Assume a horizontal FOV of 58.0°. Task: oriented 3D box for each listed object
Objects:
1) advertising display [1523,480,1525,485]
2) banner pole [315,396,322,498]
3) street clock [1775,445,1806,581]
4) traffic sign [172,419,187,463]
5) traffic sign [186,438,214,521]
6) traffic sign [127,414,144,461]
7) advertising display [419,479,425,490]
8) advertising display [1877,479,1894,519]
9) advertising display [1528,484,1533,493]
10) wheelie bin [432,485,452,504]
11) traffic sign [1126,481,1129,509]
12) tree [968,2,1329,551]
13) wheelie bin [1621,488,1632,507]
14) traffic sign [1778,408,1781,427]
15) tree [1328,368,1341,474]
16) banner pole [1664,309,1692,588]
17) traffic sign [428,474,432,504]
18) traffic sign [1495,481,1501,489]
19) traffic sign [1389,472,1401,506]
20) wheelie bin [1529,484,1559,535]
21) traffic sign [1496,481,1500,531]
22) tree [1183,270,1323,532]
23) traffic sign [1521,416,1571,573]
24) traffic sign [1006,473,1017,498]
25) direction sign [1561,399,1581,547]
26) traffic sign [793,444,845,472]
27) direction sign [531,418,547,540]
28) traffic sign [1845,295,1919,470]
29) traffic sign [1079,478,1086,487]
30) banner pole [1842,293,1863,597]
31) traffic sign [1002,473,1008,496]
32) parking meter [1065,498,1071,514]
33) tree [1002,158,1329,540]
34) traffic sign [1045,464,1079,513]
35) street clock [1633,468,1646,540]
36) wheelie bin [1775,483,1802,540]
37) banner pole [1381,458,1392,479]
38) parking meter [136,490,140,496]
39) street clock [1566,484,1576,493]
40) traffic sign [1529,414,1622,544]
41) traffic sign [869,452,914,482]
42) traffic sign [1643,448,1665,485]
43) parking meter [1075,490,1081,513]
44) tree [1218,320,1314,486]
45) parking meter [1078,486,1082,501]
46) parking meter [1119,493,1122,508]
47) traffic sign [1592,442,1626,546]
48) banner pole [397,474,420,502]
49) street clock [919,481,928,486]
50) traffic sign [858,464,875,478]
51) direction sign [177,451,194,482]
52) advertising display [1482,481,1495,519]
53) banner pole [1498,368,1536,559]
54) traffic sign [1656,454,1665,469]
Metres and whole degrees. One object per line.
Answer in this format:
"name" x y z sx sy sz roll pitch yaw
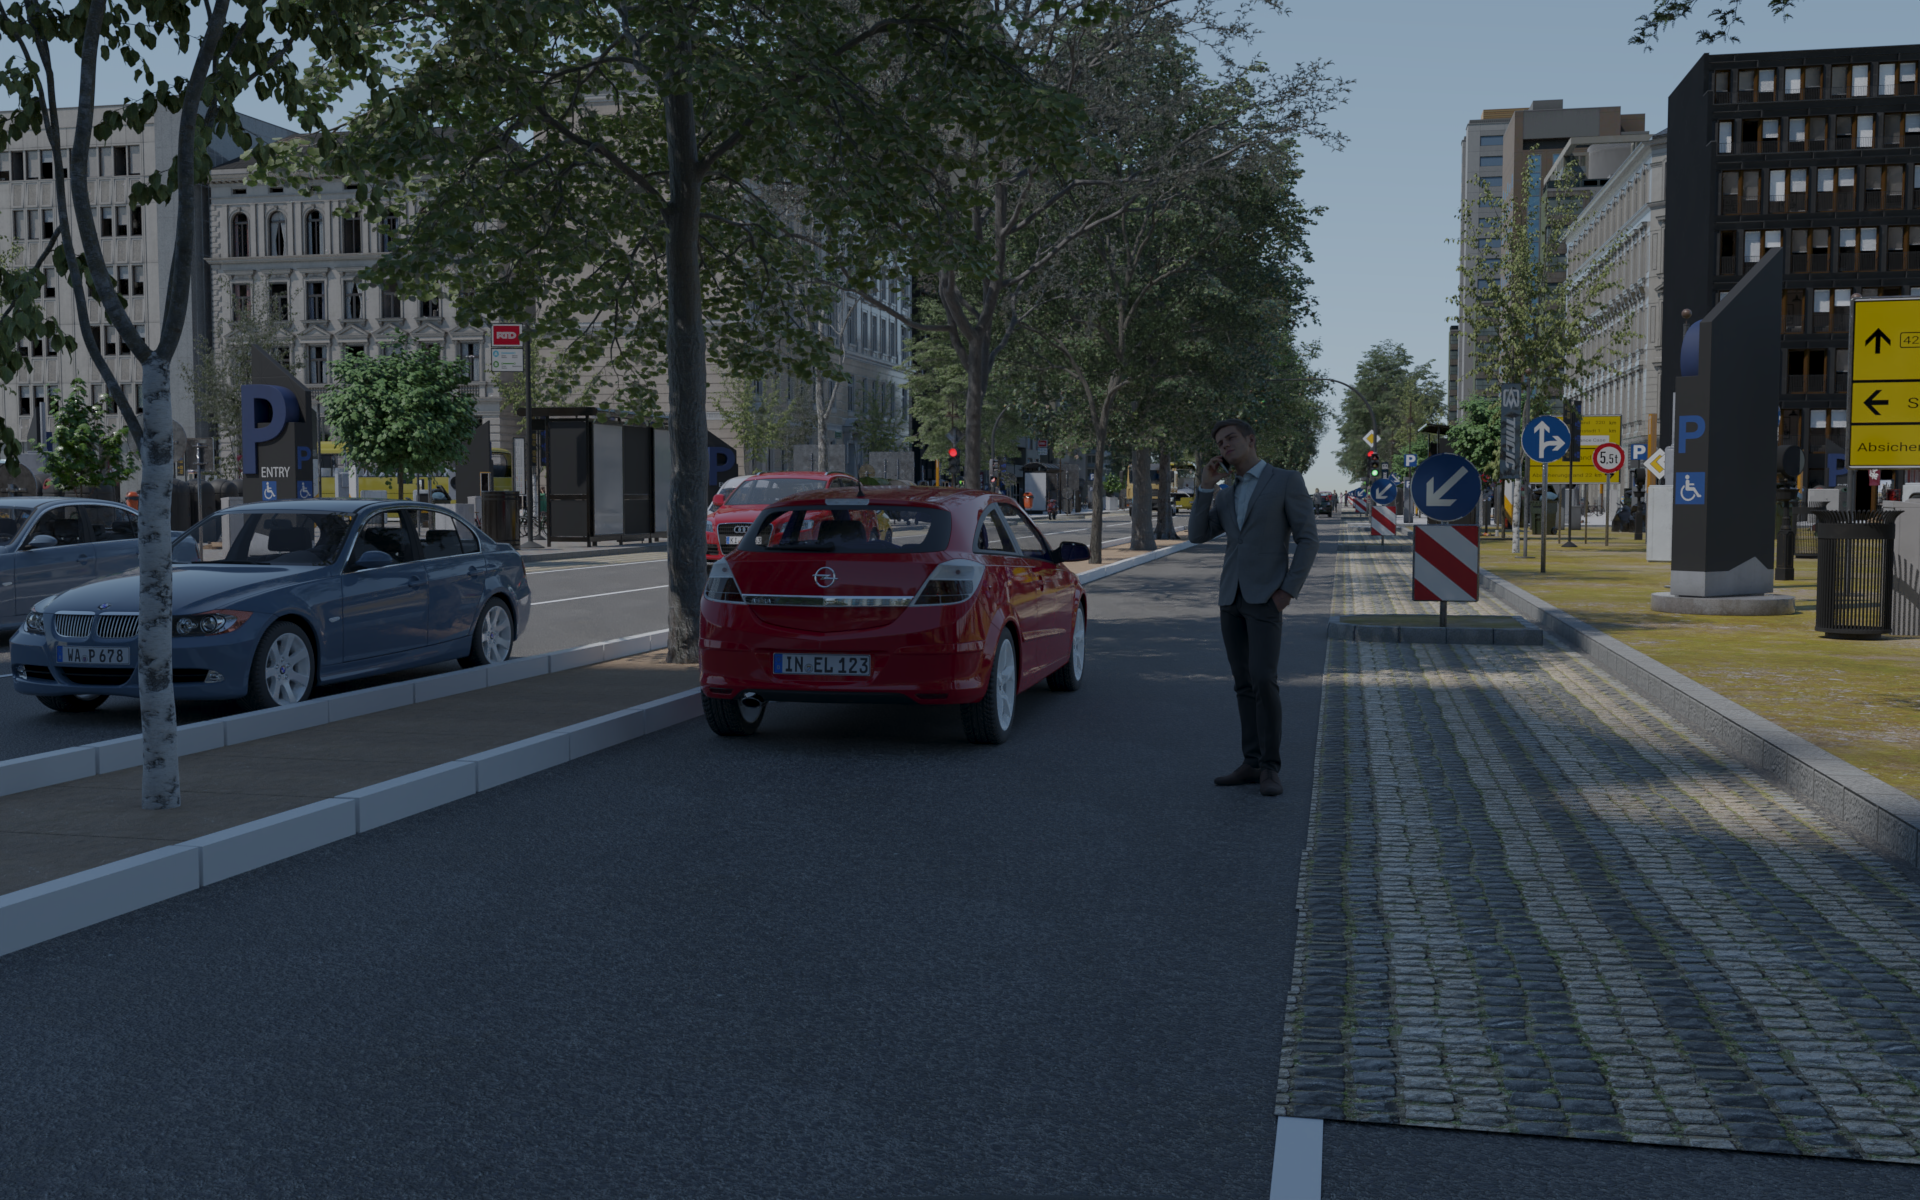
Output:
"advertising display" 25.380 -4.478 78.432 0.123 1.923 0.974 2 4 30
"banner pole" -16.278 -3.302 44.011 0.401 3.779 0.863 -1 4 -18
"street clock" 12.257 -1.292 25.688 0.471 2.002 0.358 -1 4 -23
"traffic sign" -13.360 -1.778 29.173 0.768 2.556 0.104 1 4 14
"traffic sign" -13.820 -1.796 31.500 0.606 2.300 0.079 1 4 18
"traffic sign" -12.849 -1.666 27.338 0.768 2.556 0.104 1 4 19
"advertising display" -22.911 -4.184 73.626 0.123 1.923 0.974 -2 4 -28
"advertising display" 40.143 -4.276 75.130 0.123 1.923 0.974 0 4 -5
"advertising display" 35.830 -6.397 109.799 0.974 1.923 0.123 -1 4 -11
"wheelie bin" -18.275 -3.239 60.862 0.693 1.594 0.980 -2 4 -33
"traffic sign" 14.939 -9.366 153.238 0.768 2.556 0.104 1 4 19
"tree" 4.626 -8.209 43.322 9.857 13.997 8.962 0 3 0
"wheelie bin" 35.144 -5.067 90.745 0.980 1.594 0.693 2 4 27
"traffic sign" 9.103 -1.227 20.168 0.768 2.556 0.104 1 4 22
"tree" 15.043 -10.536 91.735 9.611 12.733 9.660 0 3 0
"banner pole" 9.892 -2.036 23.303 0.401 3.779 0.863 -1 4 -17
"traffic sign" -12.080 -2.408 39.473 0.768 2.556 0.104 1 4 18
"traffic sign" 26.834 -5.302 86.788 0.768 2.556 0.104 1 4 22
"traffic sign" 24.551 -5.965 97.631 0.768 2.556 0.104 1 4 15
"wheelie bin" 18.361 -2.845 54.428 0.693 1.594 0.980 -2 4 -31
"traffic sign" 17.152 -3.369 55.190 0.768 2.556 0.104 1 4 17
"tree" 8.872 -8.333 64.462 9.928 11.665 9.643 0 3 0
"traffic sign" 9.528 -1.720 28.222 0.768 2.556 0.104 1 4 17
"traffic sign" 3.013 -6.342 103.802 0.768 2.556 0.104 1 4 15
"direction sign" 14.730 -3.043 41.757 0.876 3.537 0.379 -3 5 -44
"traffic sign" -5.771 -4.710 70.882 2.265 3.308 0.079 1 4 17
"direction sign" -11.733 -3.439 48.233 0.379 3.537 0.876 1 4 22
"traffic sign" 10.285 -1.456 17.682 2.265 3.308 0.079 1 4 17
"traffic sign" 9.639 -8.446 138.196 0.768 2.556 0.104 1 4 17
"banner pole" 11.311 -1.926 21.514 0.401 3.779 0.863 -3 4 -36
"traffic sign" 2.877 -6.425 105.160 0.768 2.556 0.104 1 4 21
"parking meter" 6.905 -6.251 110.608 0.372 1.533 0.369 0 3 0
"tree" 6.447 -8.243 54.243 9.611 12.733 9.660 0 3 0
"traffic sign" 6.799 -7.439 115.495 2.265 3.308 0.079 1 4 13
"street clock" 18.947 -2.675 48.310 0.358 2.002 0.471 1 4 11
"wheelie bin" 23.273 -2.506 48.873 0.980 1.594 0.693 0 4 3
"banner pole" 29.537 -7.936 119.764 0.863 3.779 0.401 0 4 8
"parking meter" -46.418 -5.483 98.062 0.372 1.533 0.369 0 3 0
"street clock" 28.207 -4.616 80.043 0.471 2.002 0.358 0 4 -4
"traffic sign" 15.775 -3.096 44.498 2.265 3.308 0.079 1 4 14
"traffic sign" -3.296 -5.459 83.135 2.265 3.308 0.079 1 4 16
"traffic sign" 17.503 -2.580 43.375 0.795 2.450 0.064 1 4 18
"parking meter" 8.575 -7.184 125.869 0.372 1.533 0.369 0 3 0
"tree" 12.912 -9.911 82.636 7.486 12.596 7.792 0 3 0
"parking meter" 8.936 -7.614 130.197 0.255 1.863 0.399 -2 4 -29
"parking meter" 13.965 -8.808 149.726 0.399 1.863 0.255 -1 4 -19
"traffic sign" 15.983 -2.606 42.721 0.768 2.556 0.104 1 4 16
"banner pole" -16.555 -3.801 52.158 0.863 3.779 0.401 0 4 0
"street clock" -2.055 -5.695 97.688 0.471 2.002 0.358 -2 4 -31
"traffic sign" -3.933 -4.457 72.981 0.768 2.556 0.104 1 4 18
"direction sign" -33.164 -5.029 74.214 0.876 3.537 0.379 1 4 17
"advertising display" 26.886 -5.080 88.271 0.123 1.923 0.974 -2 4 -27
"banner pole" 11.082 -2.718 34.456 0.863 3.779 0.401 -1 4 -17
"traffic sign" 16.776 -2.419 40.730 0.795 2.450 0.064 1 4 19
